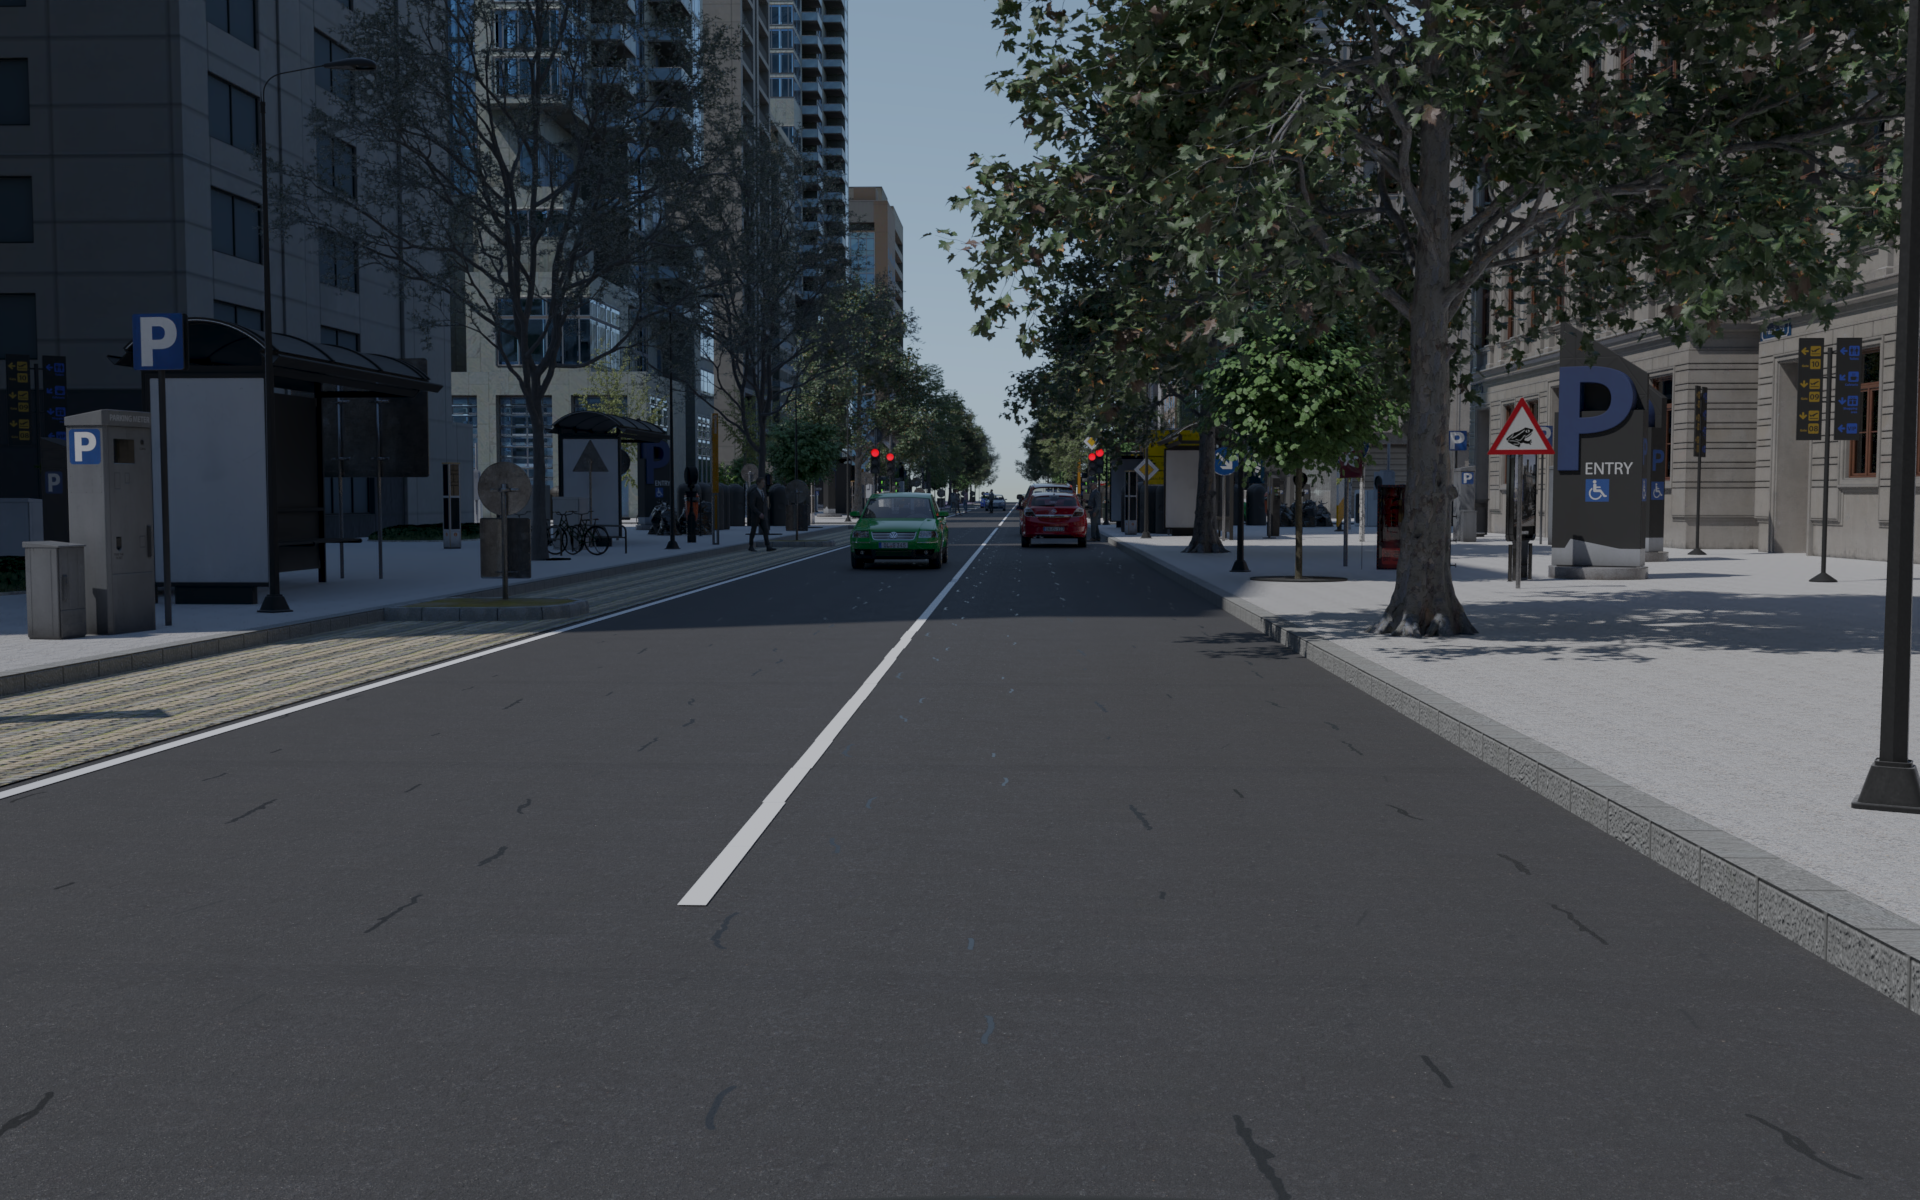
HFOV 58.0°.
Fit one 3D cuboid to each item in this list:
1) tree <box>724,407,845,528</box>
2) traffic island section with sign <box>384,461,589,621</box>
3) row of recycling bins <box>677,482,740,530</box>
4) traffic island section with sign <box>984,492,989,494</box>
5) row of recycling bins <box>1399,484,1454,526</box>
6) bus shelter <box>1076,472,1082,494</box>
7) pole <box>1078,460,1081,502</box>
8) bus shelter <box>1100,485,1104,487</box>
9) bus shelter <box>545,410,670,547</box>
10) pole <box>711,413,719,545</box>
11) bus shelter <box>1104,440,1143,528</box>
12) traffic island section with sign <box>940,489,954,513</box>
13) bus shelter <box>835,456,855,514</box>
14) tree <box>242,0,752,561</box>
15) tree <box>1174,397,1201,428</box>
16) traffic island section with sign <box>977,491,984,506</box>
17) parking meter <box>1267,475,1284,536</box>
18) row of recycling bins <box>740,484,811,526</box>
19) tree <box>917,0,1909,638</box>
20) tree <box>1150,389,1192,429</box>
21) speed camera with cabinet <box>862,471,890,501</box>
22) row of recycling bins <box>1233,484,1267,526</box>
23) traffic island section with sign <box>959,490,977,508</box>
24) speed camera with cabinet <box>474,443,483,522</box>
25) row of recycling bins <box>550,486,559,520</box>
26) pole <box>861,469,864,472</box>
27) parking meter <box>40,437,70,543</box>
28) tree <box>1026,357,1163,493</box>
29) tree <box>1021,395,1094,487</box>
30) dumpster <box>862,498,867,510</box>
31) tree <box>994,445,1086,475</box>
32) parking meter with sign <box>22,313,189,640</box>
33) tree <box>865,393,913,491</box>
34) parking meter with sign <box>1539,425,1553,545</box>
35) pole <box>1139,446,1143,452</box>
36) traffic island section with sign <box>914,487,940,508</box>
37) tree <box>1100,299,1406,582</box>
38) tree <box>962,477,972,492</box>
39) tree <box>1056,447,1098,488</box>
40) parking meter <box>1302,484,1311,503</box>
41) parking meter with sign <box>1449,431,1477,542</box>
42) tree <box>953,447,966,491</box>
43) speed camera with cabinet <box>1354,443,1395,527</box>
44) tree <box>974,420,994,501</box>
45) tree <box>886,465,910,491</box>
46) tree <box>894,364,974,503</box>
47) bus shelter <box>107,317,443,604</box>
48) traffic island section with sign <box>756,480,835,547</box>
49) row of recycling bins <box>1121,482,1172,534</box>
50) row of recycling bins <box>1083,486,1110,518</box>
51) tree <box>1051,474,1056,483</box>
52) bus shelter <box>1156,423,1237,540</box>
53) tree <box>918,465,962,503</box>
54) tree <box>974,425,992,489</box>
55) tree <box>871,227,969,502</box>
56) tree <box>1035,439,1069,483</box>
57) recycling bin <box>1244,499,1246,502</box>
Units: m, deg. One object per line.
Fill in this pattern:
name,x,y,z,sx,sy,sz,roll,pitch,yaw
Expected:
tree,-5.956,-5.005,65.538,4.285,4.588,4.351,0,3,0
traffic island section with sign,-5.463,-0.716,20.343,1.989,1.847,2.006,0,4,2
row of recycling bins,-9.021,-3.316,61.329,1.069,1.692,3.534,1,4,14
traffic island section with sign,3.584,-15.448,261.200,1.989,1.847,2.006,0,4,2
row of recycling bins,19.110,-3.817,69.516,3.534,1.692,1.069,2,4,24
bus shelter,11.042,-9.576,150.483,2.014,3.302,5.546,0,4,2
pole,6.983,-6.582,101.458,0.158,3.312,0.155,0,3,0
bus shelter,9.384,-7.259,109.970,1.731,3.624,6.357,0,4,2
bus shelter,-8.941,-3.103,44.658,2.014,3.302,5.546,0,4,2
pole,-6.190,-3.054,43.781,0.158,3.312,0.155,0,3,0
bus shelter,6.408,-4.264,63.643,2.014,3.302,5.546,0,4,2
traffic island section with sign,-1.349,-7.409,129.767,1.989,1.847,2.006,0,4,2
bus shelter,-6.984,-7.165,108.430,1.731,3.624,6.357,0,4,2
tree,-8.113,-7.501,33.013,12.009,13.543,11.850,0,3,0
tree,16.577,-10.688,125.116,4.737,8.622,4.395,0,3,0
traffic island section with sign,1.537,-12.092,206.333,1.989,1.847,2.006,0,4,2
parking meter,9.536,-2.872,52.672,0.255,1.863,0.399,-1,4,-22
row of recycling bins,-7.708,-3.812,69.435,3.534,1.692,1.069,-1,4,-23
tree,4.390,-6.034,15.672,9.611,12.733,9.660,0,3,0
tree,14.008,-10.256,118.054,4.360,8.622,3.978,0,3,0
speed camera with cabinet,-5.101,-6.886,106.914,2.038,3.252,0.660,-2,4,-34
row of recycling bins,10.756,-3.896,70.814,3.534,1.692,1.069,1,4,10
traffic island section with sign,0.513,-10.436,179.252,1.989,1.847,2.006,0,4,2
speed camera with cabinet,-19.105,-4.503,67.958,0.660,3.252,2.038,-1,4,-12
row of recycling bins,-20.955,-4.748,84.734,3.534,1.692,1.069,-2,4,-35
pole,-7.754,-8.833,138.262,0.158,3.312,0.155,0,3,0
parking meter,-9.229,-0.745,17.885,0.399,1.863,0.255,1,4,18
tree,7.748,-10.854,95.590,7.486,12.596,7.792,0,3,0
tree,7.906,-11.729,126.177,7.601,10.594,8.767,-2,4,-24
dumpster,-6.471,-7.318,125.408,1.264,1.857,1.865,0,4,2
tree,13.370,-20.182,240.342,12.009,13.543,11.850,0,3,0
parking meter with sign,-7.874,-1.207,15.988,0.543,3.016,1.738,1,4,11
tree,-4.824,-10.301,118.790,4.360,8.622,3.978,0,3,0
parking meter with sign,15.078,-2.876,43.288,0.543,3.016,1.738,-1,4,-19
pole,7.498,-4.764,71.728,0.158,3.312,0.155,0,3,0
traffic island section with sign,-2.357,-5.762,102.830,1.989,1.847,2.006,0,4,2
tree,5.009,-2.573,25.775,4.285,4.588,4.351,0,3,0
tree,0.129,-15.140,231.259,4.285,4.588,4.351,0,3,0
tree,7.780,-6.157,84.378,4.285,4.588,4.351,0,3,0
parking meter,17.800,-5.091,88.950,0.399,1.863,0.255,1,4,19
parking meter with sign,13.630,-3.096,46.880,0.543,3.016,1.738,0,4,2
tree,-0.664,-15.891,210.182,4.737,8.622,4.395,0,3,0
speed camera with cabinet,16.257,-4.502,67.948,0.660,3.252,2.038,-1,4,-19
tree,1.167,-21.947,269.194,12.009,13.543,11.850,0,3,0
tree,-4.159,-7.298,113.927,1.663,3.219,1.824,0,3,0
tree,-3.098,-14.229,150.776,7.486,12.596,7.792,0,3,0
bus shelter,-8.644,-1.754,22.599,2.014,3.302,5.546,0,4,2
traffic island section with sign,-4.446,-2.364,47.279,1.989,1.847,2.006,0,4,2
row of recycling bins,6.264,-3.053,57.037,1.069,1.692,3.534,-1,4,-18
row of recycling bins,7.814,-5.212,92.329,1.069,1.692,3.534,-2,4,-35
tree,11.276,-12.254,184.069,4.285,4.588,4.351,0,3,0
bus shelter,6.919,-3.458,50.465,2.014,3.302,5.546,0,4,2
tree,-2.486,-11.511,171.922,4.285,4.588,4.351,0,3,0
tree,0.633,-20.414,251.897,7.486,12.596,7.792,0,3,0
tree,-6.305,-8.780,53.931,12.009,13.543,11.850,0,3,0
tree,9.750,-13.457,170.392,4.737,8.622,4.395,0,3,0
recycling bin,15.461,-4.877,92.293,0.722,1.027,0.722,-3,5,-43
